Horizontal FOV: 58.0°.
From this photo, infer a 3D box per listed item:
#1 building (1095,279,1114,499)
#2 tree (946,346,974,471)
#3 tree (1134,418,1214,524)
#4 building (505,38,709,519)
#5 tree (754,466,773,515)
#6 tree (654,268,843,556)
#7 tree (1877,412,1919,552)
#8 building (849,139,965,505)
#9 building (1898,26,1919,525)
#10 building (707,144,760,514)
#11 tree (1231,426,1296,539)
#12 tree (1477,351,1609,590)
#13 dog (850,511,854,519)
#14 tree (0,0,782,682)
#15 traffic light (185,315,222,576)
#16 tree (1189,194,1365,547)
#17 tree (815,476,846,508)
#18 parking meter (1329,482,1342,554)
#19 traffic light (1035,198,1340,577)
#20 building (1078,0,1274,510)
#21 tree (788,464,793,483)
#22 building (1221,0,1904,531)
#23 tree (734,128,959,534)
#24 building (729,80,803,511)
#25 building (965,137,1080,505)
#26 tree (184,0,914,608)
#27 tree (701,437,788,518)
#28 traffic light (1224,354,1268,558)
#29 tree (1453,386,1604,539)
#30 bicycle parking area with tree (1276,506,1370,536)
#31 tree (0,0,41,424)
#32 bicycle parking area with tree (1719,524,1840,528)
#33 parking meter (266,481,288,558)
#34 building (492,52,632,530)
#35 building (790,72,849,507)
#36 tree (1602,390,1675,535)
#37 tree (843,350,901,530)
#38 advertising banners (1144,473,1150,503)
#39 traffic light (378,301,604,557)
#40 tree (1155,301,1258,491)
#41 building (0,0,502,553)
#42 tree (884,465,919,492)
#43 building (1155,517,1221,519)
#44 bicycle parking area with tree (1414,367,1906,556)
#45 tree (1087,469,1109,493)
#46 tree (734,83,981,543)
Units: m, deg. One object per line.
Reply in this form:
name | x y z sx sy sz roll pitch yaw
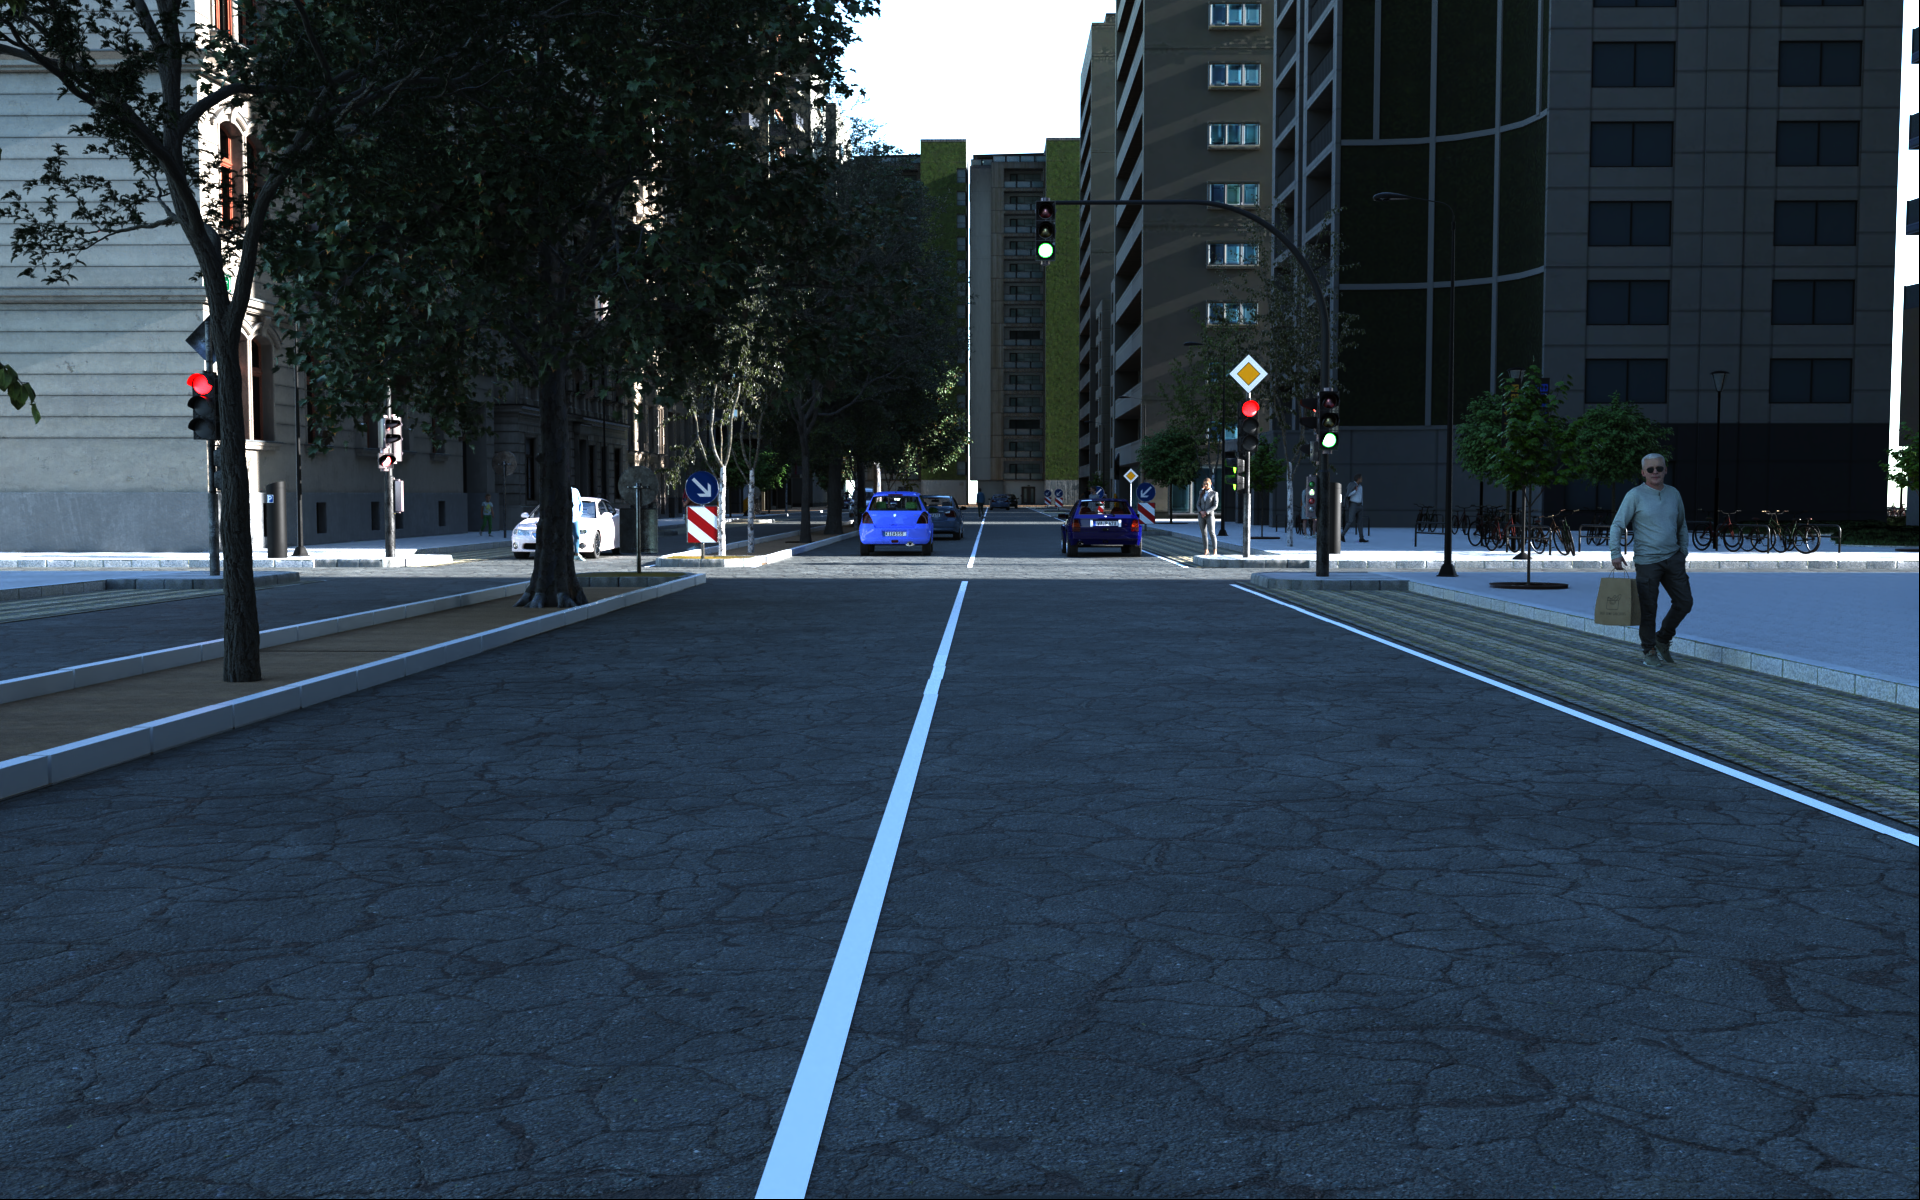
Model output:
building | 26.290 -18.525 147.929 27.650 21.520 28.899 0 4 1
tree | -4.336 -9.543 75.500 9.611 12.733 9.660 0 3 0
tree | 9.183 -5.553 74.512 4.285 4.588 4.351 0 3 0
building | -21.052 -18.020 91.895 12.463 27.353 25.104 0 4 1
tree | -12.708 -6.929 107.886 1.663 3.219 1.824 0 3 0
tree | -5.077 -5.452 41.963 4.360 8.622 3.978 0 3 0
tree | 21.538 -2.703 38.793 1.663 3.219 1.824 0 3 0
building | -6.011 -31.745 202.622 14.086 41.232 14.154 0 4 1
building | 34.935 -24.052 43.367 14.200 45.320 14.600 0 4 1
building | -24.864 -41.674 119.617 20.563 71.187 20.611 0 4 1
tree | 8.649 -3.371 49.718 1.663 3.219 1.824 0 3 0
tree | 7.686 -1.773 23.598 1.663 3.219 1.824 0 3 0
dog | -6.025 -4.850 98.581 0.406 0.507 0.540 0 4 5
tree | -5.447 -4.671 13.248 8.767 10.594 7.601 0 4 1
traffic light | -11.735 -2.341 27.198 0.839 4.253 0.868 0 4 1
tree | 7.912 -5.604 41.986 4.360 8.622 3.978 0 3 0
tree | -12.273 -11.072 164.739 4.285 4.588 4.351 0 3 0
parking meter | 8.006 -1.764 37.245 0.372 1.533 0.369 0 3 0
traffic light | 3.530 -3.188 26.796 4.771 5.953 1.251 0 4 1
building | 23.073 -33.558 172.369 21.300 48.544 21.600 0 4 1
tree | -12.566 -7.915 113.122 4.285 4.588 4.351 0 3 0
building | 22.254 -38.551 68.556 20.563 71.187 20.611 0 4 1
tree | -4.490 -9.294 61.075 9.857 13.997 8.962 0 3 0
building | -24.768 -30.014 145.352 22.147 44.769 28.867 0 4 1
building | 8.062 -31.694 201.795 14.086 41.232 14.154 0 4 1
tree | -5.169 -6.263 21.870 9.611 12.733 9.660 0 3 0
tree | -12.579 -6.825 95.304 4.285 4.588 4.351 0 3 0
traffic light | 5.769 -2.811 34.883 0.839 4.253 0.868 0 4 1
tree | 15.646 -4.017 49.384 4.285 4.588 4.351 0 3 0
bicycle parking area with tree | 14.222 -4.207 55.792 8.231 4.147 9.016 1 4 14
tree | -5.440 -3.317 7.049 4.737 8.622 4.395 0 3 0
bicycle parking area with tree | 38.719 -5.428 75.753 8.231 4.147 9.016 1 4 11
parking meter | -13.716 -1.612 34.768 0.372 1.533 0.369 0 3 0
building | -20.033 -12.559 69.971 10.561 19.102 19.286 0 4 1
building | -24.187 -35.612 205.951 21.600 48.544 21.300 0 4 1
tree | 20.479 -4.322 54.381 4.285 4.588 4.351 0 3 0
tree | -4.138 -7.078 68.547 4.360 8.622 3.978 0 3 0
advertising banners | 8.388 -4.996 77.875 0.090 3.025 2.074 1 4 12
traffic light | -9.496 -3.701 35.179 4.771 5.953 1.251 0 4 1
tree | 9.548 -7.061 65.810 4.737 8.622 4.395 0 3 0
building | -22.421 -15.960 48.343 14.401 28.519 23.554 0 4 1
tree | -3.826 -8.619 93.733 4.737 8.622 4.395 0 3 0
building | 20.214 -29.030 98.340 21.300 48.544 21.600 0 4 1
bicycle parking area with tree | 15.151 -3.226 39.752 8.231 4.147 9.016 0 4 1
tree | 10.391 -8.411 132.117 1.663 3.219 1.824 0 3 0
tree | -4.481 -8.394 50.074 12.009 13.543 11.850 0 3 0
